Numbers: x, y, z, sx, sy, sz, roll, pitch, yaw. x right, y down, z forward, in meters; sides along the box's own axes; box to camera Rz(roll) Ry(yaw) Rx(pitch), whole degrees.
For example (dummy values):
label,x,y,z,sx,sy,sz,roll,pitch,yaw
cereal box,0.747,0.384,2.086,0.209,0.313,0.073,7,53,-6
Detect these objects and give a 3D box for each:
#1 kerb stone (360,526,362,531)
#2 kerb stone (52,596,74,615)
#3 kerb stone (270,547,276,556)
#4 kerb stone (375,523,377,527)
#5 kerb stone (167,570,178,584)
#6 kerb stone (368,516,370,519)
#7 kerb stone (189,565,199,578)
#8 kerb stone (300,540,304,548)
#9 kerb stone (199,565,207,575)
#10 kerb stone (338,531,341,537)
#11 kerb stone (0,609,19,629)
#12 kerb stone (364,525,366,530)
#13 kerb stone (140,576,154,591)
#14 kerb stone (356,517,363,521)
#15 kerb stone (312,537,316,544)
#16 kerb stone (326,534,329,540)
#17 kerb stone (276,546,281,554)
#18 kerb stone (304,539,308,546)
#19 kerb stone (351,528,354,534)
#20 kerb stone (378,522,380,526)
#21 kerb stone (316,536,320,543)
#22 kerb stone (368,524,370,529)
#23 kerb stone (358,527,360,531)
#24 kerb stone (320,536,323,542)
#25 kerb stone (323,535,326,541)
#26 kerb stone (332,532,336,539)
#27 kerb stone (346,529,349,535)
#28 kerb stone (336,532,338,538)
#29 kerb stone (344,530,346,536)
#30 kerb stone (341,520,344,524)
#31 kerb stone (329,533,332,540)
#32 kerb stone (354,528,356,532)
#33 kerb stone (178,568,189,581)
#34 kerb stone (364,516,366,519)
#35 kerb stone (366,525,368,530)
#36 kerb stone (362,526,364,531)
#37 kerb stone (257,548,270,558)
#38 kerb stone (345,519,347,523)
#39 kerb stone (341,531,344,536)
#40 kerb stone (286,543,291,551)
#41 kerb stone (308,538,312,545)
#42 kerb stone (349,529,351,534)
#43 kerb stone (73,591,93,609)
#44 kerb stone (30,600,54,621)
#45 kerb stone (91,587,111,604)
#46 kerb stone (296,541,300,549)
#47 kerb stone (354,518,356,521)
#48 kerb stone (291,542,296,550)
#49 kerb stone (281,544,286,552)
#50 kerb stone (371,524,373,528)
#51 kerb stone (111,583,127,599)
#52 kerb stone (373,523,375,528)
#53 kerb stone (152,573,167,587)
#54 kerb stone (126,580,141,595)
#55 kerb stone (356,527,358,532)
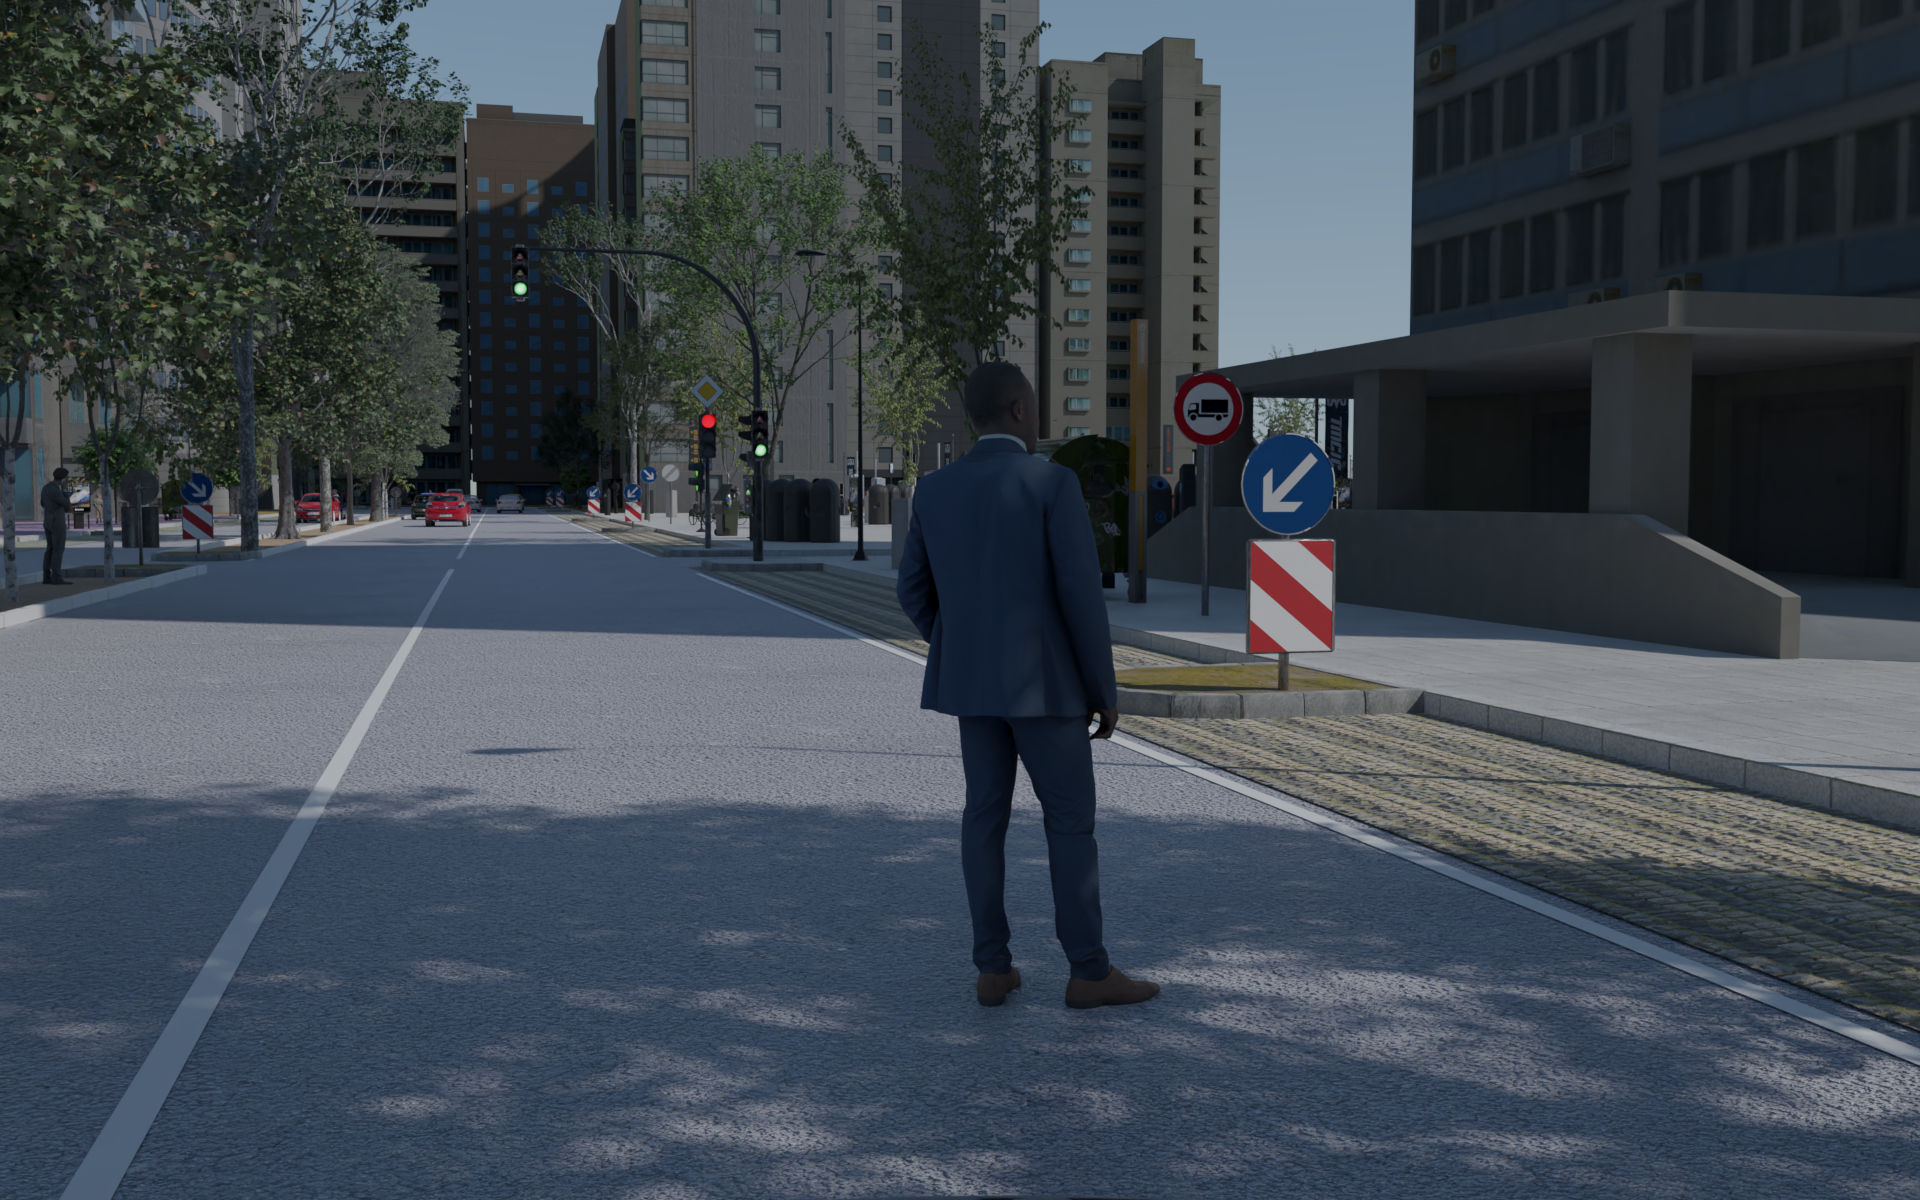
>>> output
label,x,y,z,sx,sy,sz,roll,pitch,yaw
kerb stone,-22.995,-2.680,66.012,0.120,0.150,1.000,-1,4,-15
kerb stone,-10.909,0.078,20.914,0.120,0.150,1.000,-1,4,-15
kerb stone,-16.092,-1.106,40.276,0.120,0.150,1.000,-1,4,-15
kerb stone,-25.109,-3.164,73.935,0.120,0.150,1.000,-1,4,-15
kerb stone,-12.766,-0.346,27.847,0.120,0.150,1.000,-1,4,-15
kerb stone,-34.037,-4.706,99.144,0.120,0.150,1.000,-1,4,-15
kerb stone,-13.296,-0.467,29.834,0.120,0.150,1.000,-1,4,-15
kerb stone,-17.684,-1.469,46.214,0.120,0.150,1.000,-1,4,-15
kerb stone,-13.553,-0.527,30.823,0.120,0.150,1.000,-1,4,-15
kerb stone,-20.593,-2.132,57.111,0.120,0.150,1.000,-1,4,-15
kerb stone,-10.372,0.199,18.935,0.120,0.150,1.000,-1,4,-15
kerb stone,-23.519,-2.801,67.994,0.120,0.150,1.000,-1,4,-15
kerb stone,-12.231,-0.220,25.858,0.120,0.150,1.000,-1,4,-15
kerb stone,-32.719,-4.403,94.193,0.120,0.150,1.000,-1,4,-15
kerb stone,-18.482,-1.643,49.187,0.120,0.150,1.000,-1,4,-15
kerb stone,-19.540,-1.891,53.146,0.120,0.150,1.000,-1,4,-15
kerb stone,-16.361,-1.166,41.263,0.120,0.150,1.000,-1,4,-15
kerb stone,-17.952,-1.530,47.204,0.120,0.150,1.000,-1,4,-15
kerb stone,-21.929,-2.438,62.064,0.120,0.150,1.000,-1,4,-15
kerb stone,-25.641,-3.283,75.909,0.120,0.150,1.000,-1,4,-15
kerb stone,-18.739,-1.711,50.177,0.120,0.150,1.000,-1,4,-15
kerb stone,-24.048,-2.922,69.977,0.120,0.150,1.000,-1,4,-15
kerb stone,-22.725,-2.618,65.026,0.120,0.150,1.000,-1,4,-15
kerb stone,-19.014,-1.772,51.169,0.120,0.150,1.000,-1,4,-15
kerb stone,-19.275,-1.833,52.159,0.120,0.150,1.000,-1,4,-15
kerb stone,-20.069,-2.010,55.130,0.120,0.150,1.000,-1,4,-15
kerb stone,-21.398,-2.312,60.079,0.120,0.150,1.000,-1,4,-15
kerb stone,-20.333,-2.075,56.118,0.120,0.150,1.000,-1,4,-15
kerb stone,-21.136,-2.255,59.089,0.120,0.150,1.000,-1,4,-15
kerb stone,-29.526,-3.669,82.310,0.120,0.150,1.000,-1,4,-15
kerb stone,-19.808,-1.954,54.138,0.120,0.150,1.000,-1,4,-15
kerb stone,-22.192,-2.494,63.052,0.120,0.150,1.000,-1,4,-15
kerb stone,-13.027,-0.406,28.841,0.120,0.150,1.000,-1,4,-15
kerb stone,-33.249,-4.523,96.171,0.120,0.150,1.000,-1,4,-15
kerb stone,-23.783,-2.860,68.982,0.120,0.150,1.000,-1,4,-15
kerb stone,-23.250,-2.740,67.002,0.120,0.150,1.000,-1,4,-15
kerb stone,-15.830,-1.045,39.288,0.120,0.150,1.000,-1,4,-15
kerb stone,-30.061,-3.795,84.287,0.120,0.150,1.000,-1,4,-15
kerb stone,-20.872,-2.196,58.096,0.120,0.150,1.000,-1,4,-15
kerb stone,-16.887,-1.288,43.247,0.120,0.150,1.000,-1,4,-15
kerb stone,-18.212,-1.590,48.192,0.120,0.150,1.000,-1,4,-15
kerb stone,-21.657,-2.376,61.067,0.120,0.150,1.000,-1,4,-15
kerb stone,-11.172,0.022,21.901,0.120,0.150,1.000,-1,4,-15
kerb stone,-10.644,0.139,19.927,0.120,0.150,1.000,-1,4,-15
kerb stone,-11.437,-0.043,22.893,0.120,0.150,1.000,-1,4,-15
kerb stone,-17.415,-1.409,45.228,0.120,0.150,1.000,-1,4,-15
kerb stone,-31.382,-4.101,89.242,0.120,0.150,1.000,-1,4,-15
kerb stone,-17.154,-1.348,44.235,0.120,0.150,1.000,-1,4,-15
kerb stone,-16.630,-1.227,42.249,0.120,0.150,1.000,-1,4,-15
kerb stone,-24.590,-3.043,71.957,0.120,0.150,1.000,-1,4,-15
kerb stone,-11.696,-0.099,23.882,0.120,0.150,1.000,-1,4,-15
kerb stone,-24.843,-3.104,72.947,0.120,0.150,1.000,-1,4,-15
kerb stone,-12.496,-0.285,26.855,0.120,0.150,1.000,-1,4,-15
kerb stone,-11.963,-0.164,24.872,0.120,0.150,1.000,-1,4,-15
kerb stone,-22.460,-2.559,64.038,0.120,0.150,1.000,-1,4,-15
